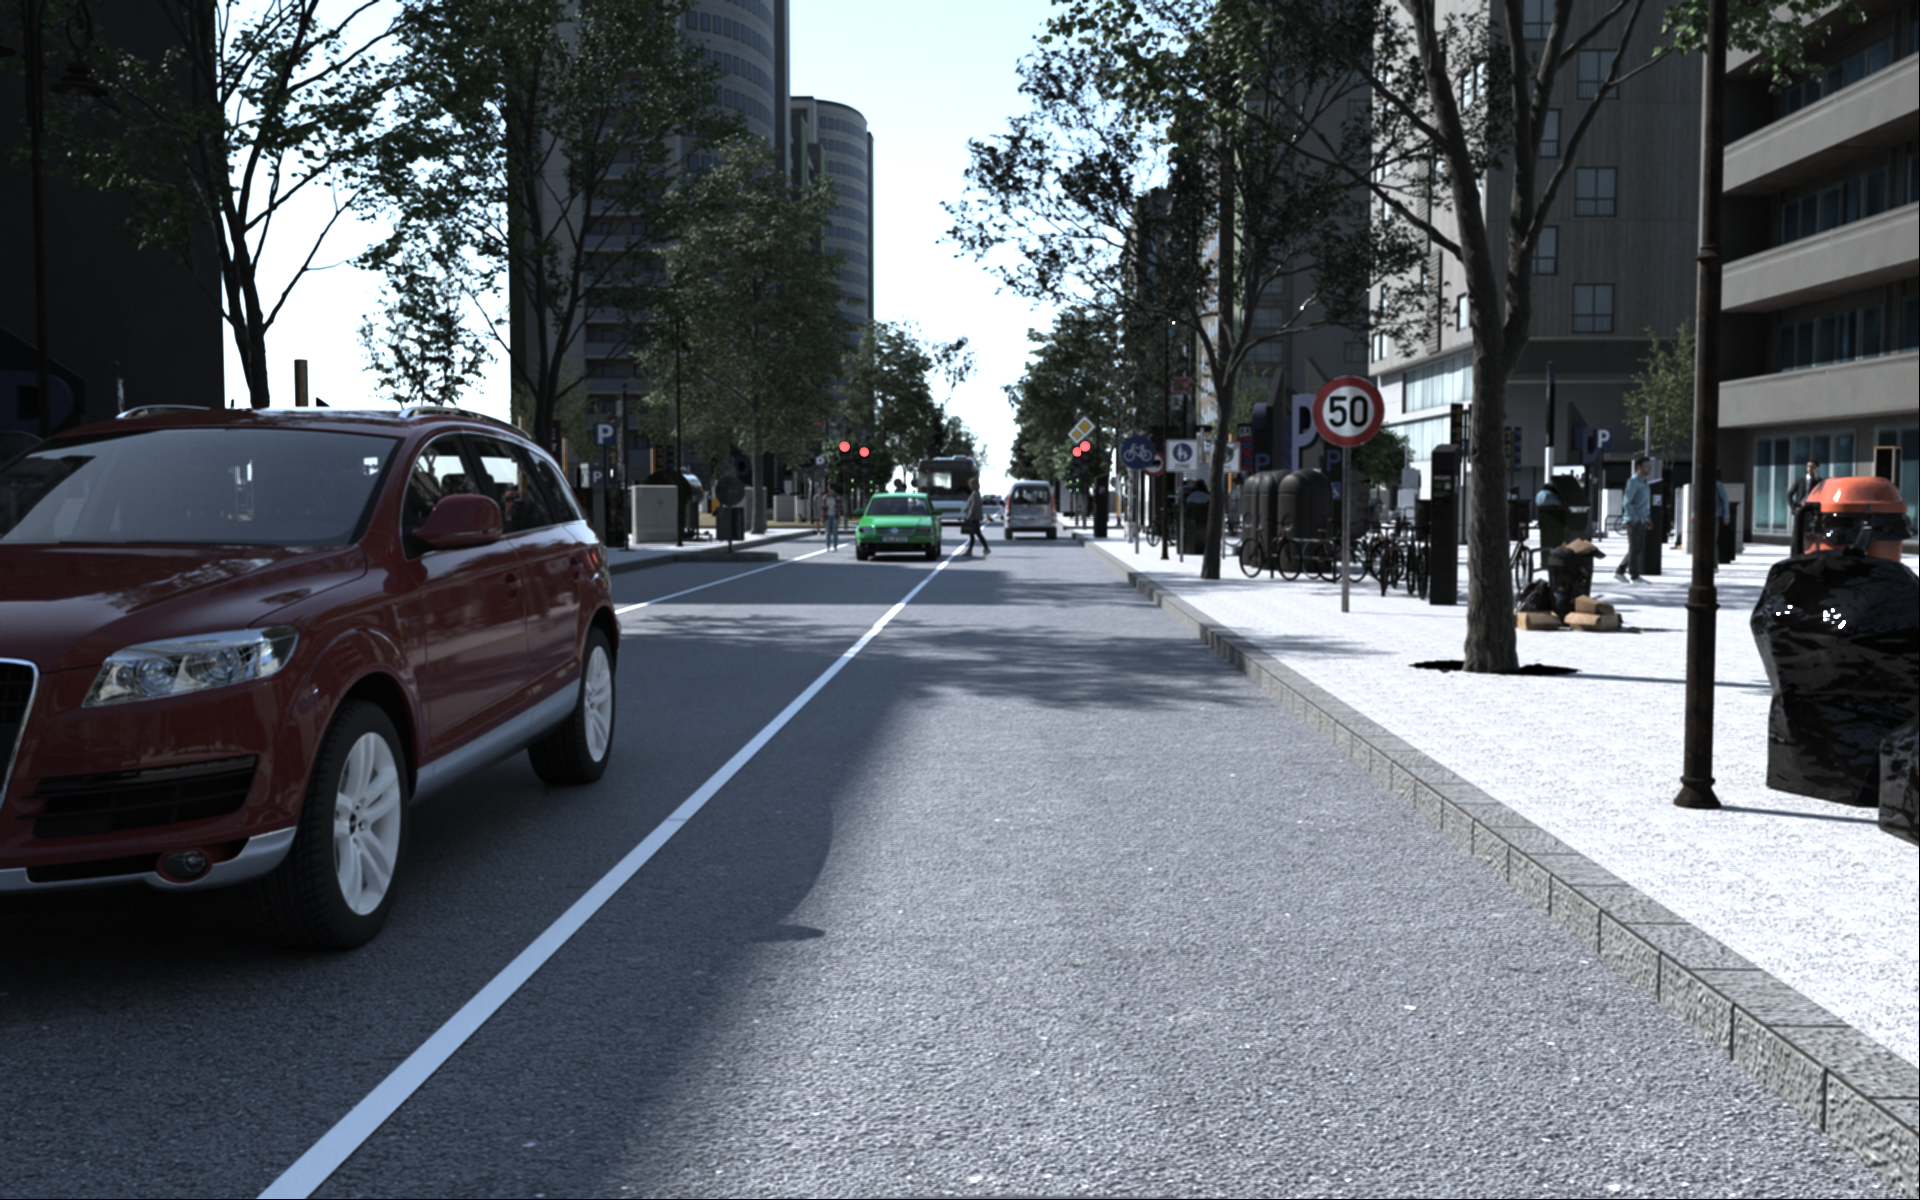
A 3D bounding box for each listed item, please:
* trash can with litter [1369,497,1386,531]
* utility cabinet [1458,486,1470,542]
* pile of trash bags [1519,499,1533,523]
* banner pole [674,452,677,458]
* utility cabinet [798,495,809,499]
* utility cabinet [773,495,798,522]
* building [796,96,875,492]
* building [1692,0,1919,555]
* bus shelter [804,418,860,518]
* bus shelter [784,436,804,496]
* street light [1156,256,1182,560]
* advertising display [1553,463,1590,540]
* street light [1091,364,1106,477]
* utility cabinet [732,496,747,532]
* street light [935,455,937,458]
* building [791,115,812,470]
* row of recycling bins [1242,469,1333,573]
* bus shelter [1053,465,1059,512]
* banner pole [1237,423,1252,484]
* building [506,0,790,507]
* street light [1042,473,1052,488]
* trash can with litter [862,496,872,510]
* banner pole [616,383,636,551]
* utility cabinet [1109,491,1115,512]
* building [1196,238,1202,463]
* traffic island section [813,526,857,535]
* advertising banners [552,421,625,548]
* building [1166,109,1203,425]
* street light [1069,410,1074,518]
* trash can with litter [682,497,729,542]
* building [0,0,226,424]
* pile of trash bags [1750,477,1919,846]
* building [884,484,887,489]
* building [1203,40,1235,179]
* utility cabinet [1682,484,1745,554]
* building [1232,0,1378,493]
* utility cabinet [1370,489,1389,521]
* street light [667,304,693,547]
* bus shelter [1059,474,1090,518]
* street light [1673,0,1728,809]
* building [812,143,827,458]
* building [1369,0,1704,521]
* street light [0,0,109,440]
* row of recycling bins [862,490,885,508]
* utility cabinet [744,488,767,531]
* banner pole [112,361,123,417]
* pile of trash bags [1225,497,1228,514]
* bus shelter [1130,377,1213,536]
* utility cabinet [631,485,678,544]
[{"bbox_3d":[14.344,-3.015,60.686,1.055,1.170,0.624,-2,4,-31],"label":"trash can with litter"},{"bbox_3d":[13.440,-2.228,45.102,1.173,1.500,0.318,0,4,-8],"label":"utility cabinet"},{"bbox_3d":[23.936,-4.116,77.049,3.447,1.369,1.912,-3,5,-44],"label":"pile of trash bags"},{"bbox_3d":[-16.780,-6.868,102.302,0.401,3.779,0.863,0,4,4],"label":"banner pole"},{"bbox_3d":[-8.699,-5.237,96.791,1.020,1.237,0.306,-2,4,-26],"label":"utility cabinet"},{"bbox_3d":[-8.091,-4.186,79.607,1.020,1.237,0.306,-3,5,-41],"label":"utility cabinet"},{"bbox_3d":[-24.289,-43.726,256.920,21.231,58.520,28.212,0,4,2],"label":"building"},{"bbox_3d":[29.855,-25.098,34.058,21.300,48.544,21.600,0,4,2],"label":"building"},{"bbox_3d":[-6.709,-7.141,94.391,2.179,5.291,8.768,0,4,2],"label":"bus shelter"},{"bbox_3d":[-8.948,-7.635,102.457,2.179,5.291,8.768,0,4,2],"label":"bus shelter"},{"bbox_3d":[4.025,-3.734,33.836,0.468,5.910,1.993,0,4,2],"label":"street light"},{"bbox_3d":[12.878,-1.925,36.679,0.123,1.923,0.974,-2,4,-31],"label":"advertising display"},{"bbox_3d":[4.916,-5.438,61.703,0.468,5.910,1.993,0,4,2],"label":"street light"},{"bbox_3d":[-7.529,-2.900,58.573,0.306,1.237,1.020,1,4,14],"label":"utility cabinet"},{"bbox_3d":[-2.467,-12.371,175.050,0.468,5.910,1.993,0,4,2],"label":"street light"},{"bbox_3d":[-23.775,-30.479,181.927,14.154,41.232,14.086,0,4,2],"label":"building"},{"bbox_3d":[5.550,-1.385,29.762,1.069,1.692,3.534,0,4,-3],"label":"row of recycling bins"},{"bbox_3d":[7.820,-9.228,128.505,2.179,5.291,8.768,0,4,2],"label":"bus shelter"},{"bbox_3d":[8.994,-3.901,53.803,0.863,3.779,0.401,0,4,-6],"label":"banner pole"},{"bbox_3d":[-27.824,-37.772,159.566,21.231,58.520,28.212,0,4,2],"label":"building"},{"bbox_3d":[8.376,-11.896,167.285,0.468,5.910,1.993,0,4,2],"label":"street light"},{"bbox_3d":[-6.052,-6.257,113.686,1.055,1.170,0.624,-3,5,-43],"label":"trash can with litter"},{"bbox_3d":[-7.545,-2.979,38.721,0.401,3.779,0.863,0,4,8],"label":"banner pole"},{"bbox_3d":[10.285,-6.791,119.711,1.173,1.500,0.318,0,4,-5],"label":"utility cabinet"},{"bbox_3d":[30.013,-24.359,169.974,14.160,30.474,14.107,0,4,2],"label":"building"},{"bbox_3d":[-4.145,-2.460,62.500,2.009,0.180,2.903,0,4,2],"label":"traffic island section"},{"bbox_3d":[-8.936,-2.747,41.102,2.074,3.025,0.090,-1,4,-14],"label":"advertising banners"},{"bbox_3d":[34.227,-32.818,191.191,22.147,44.769,28.867,0,4,2],"label":"building"},{"bbox_3d":[5.881,-7.240,91.155,0.468,5.910,1.993,0,4,2],"label":"street light"},{"bbox_3d":[-7.305,-2.195,46.940,1.678,1.210,2.233,-2,4,-35],"label":"trash can with litter"},{"bbox_3d":[-28.887,-13.026,42.654,15.834,23.373,12.332,0,4,2],"label":"building"},{"bbox_3d":[4.447,0.133,7.576,1.912,1.369,3.447,0,4,5],"label":"pile of trash bags"},{"bbox_3d":[-28.485,-36.196,283.685,32.217,40.220,23.993,0,4,2],"label":"building"},{"bbox_3d":[29.370,-30.903,155.368,14.600,45.320,14.200,0,4,2],"label":"building"},{"bbox_3d":[15.995,-1.720,36.801,1.173,1.500,0.318,0,4,1],"label":"utility cabinet"},{"bbox_3d":[28.097,-27.567,134.307,14.154,41.232,14.086,0,4,2],"label":"building"},{"bbox_3d":[19.205,-4.355,79.884,1.173,1.500,0.318,-1,4,-17],"label":"utility cabinet"},{"bbox_3d":[-6.853,-4.245,42.187,0.468,5.910,1.993,0,4,2],"label":"street light"},{"bbox_3d":[6.290,-6.208,95.426,2.014,3.302,5.546,0,4,2],"label":"bus shelter"},{"bbox_3d":[3.035,-2.090,6.953,0.468,5.910,1.993,0,4,2],"label":"street light"},{"bbox_3d":[-22.915,-31.370,196.492,14.154,41.232,14.086,0,4,2],"label":"building"},{"bbox_3d":[38.013,-30.832,93.340,27.495,52.752,28.713,0,4,2],"label":"building"},{"bbox_3d":[-7.731,-2.555,14.569,0.468,5.910,1.993,0,4,2],"label":"street light"},{"bbox_3d":[-7.233,-7.308,126.603,3.534,1.692,1.069,0,4,0],"label":"row of recycling bins"},{"bbox_3d":[-7.235,-3.108,59.488,1.173,1.500,0.318,-1,4,-11],"label":"utility cabinet"},{"bbox_3d":[-15.918,-2.620,32.853,0.401,3.779,0.863,-1,4,-15],"label":"banner pole"},{"bbox_3d":[16.459,-6.175,110.717,1.912,1.369,3.447,3,5,41],"label":"pile of trash bags"},{"bbox_3d":[6.770,-4.844,56.829,2.179,5.291,8.768,0,4,2],"label":"bus shelter"},{"bbox_3d":[-7.811,-2.188,44.445,1.173,1.500,0.318,-2,4,-32],"label":"utility cabinet"}]
